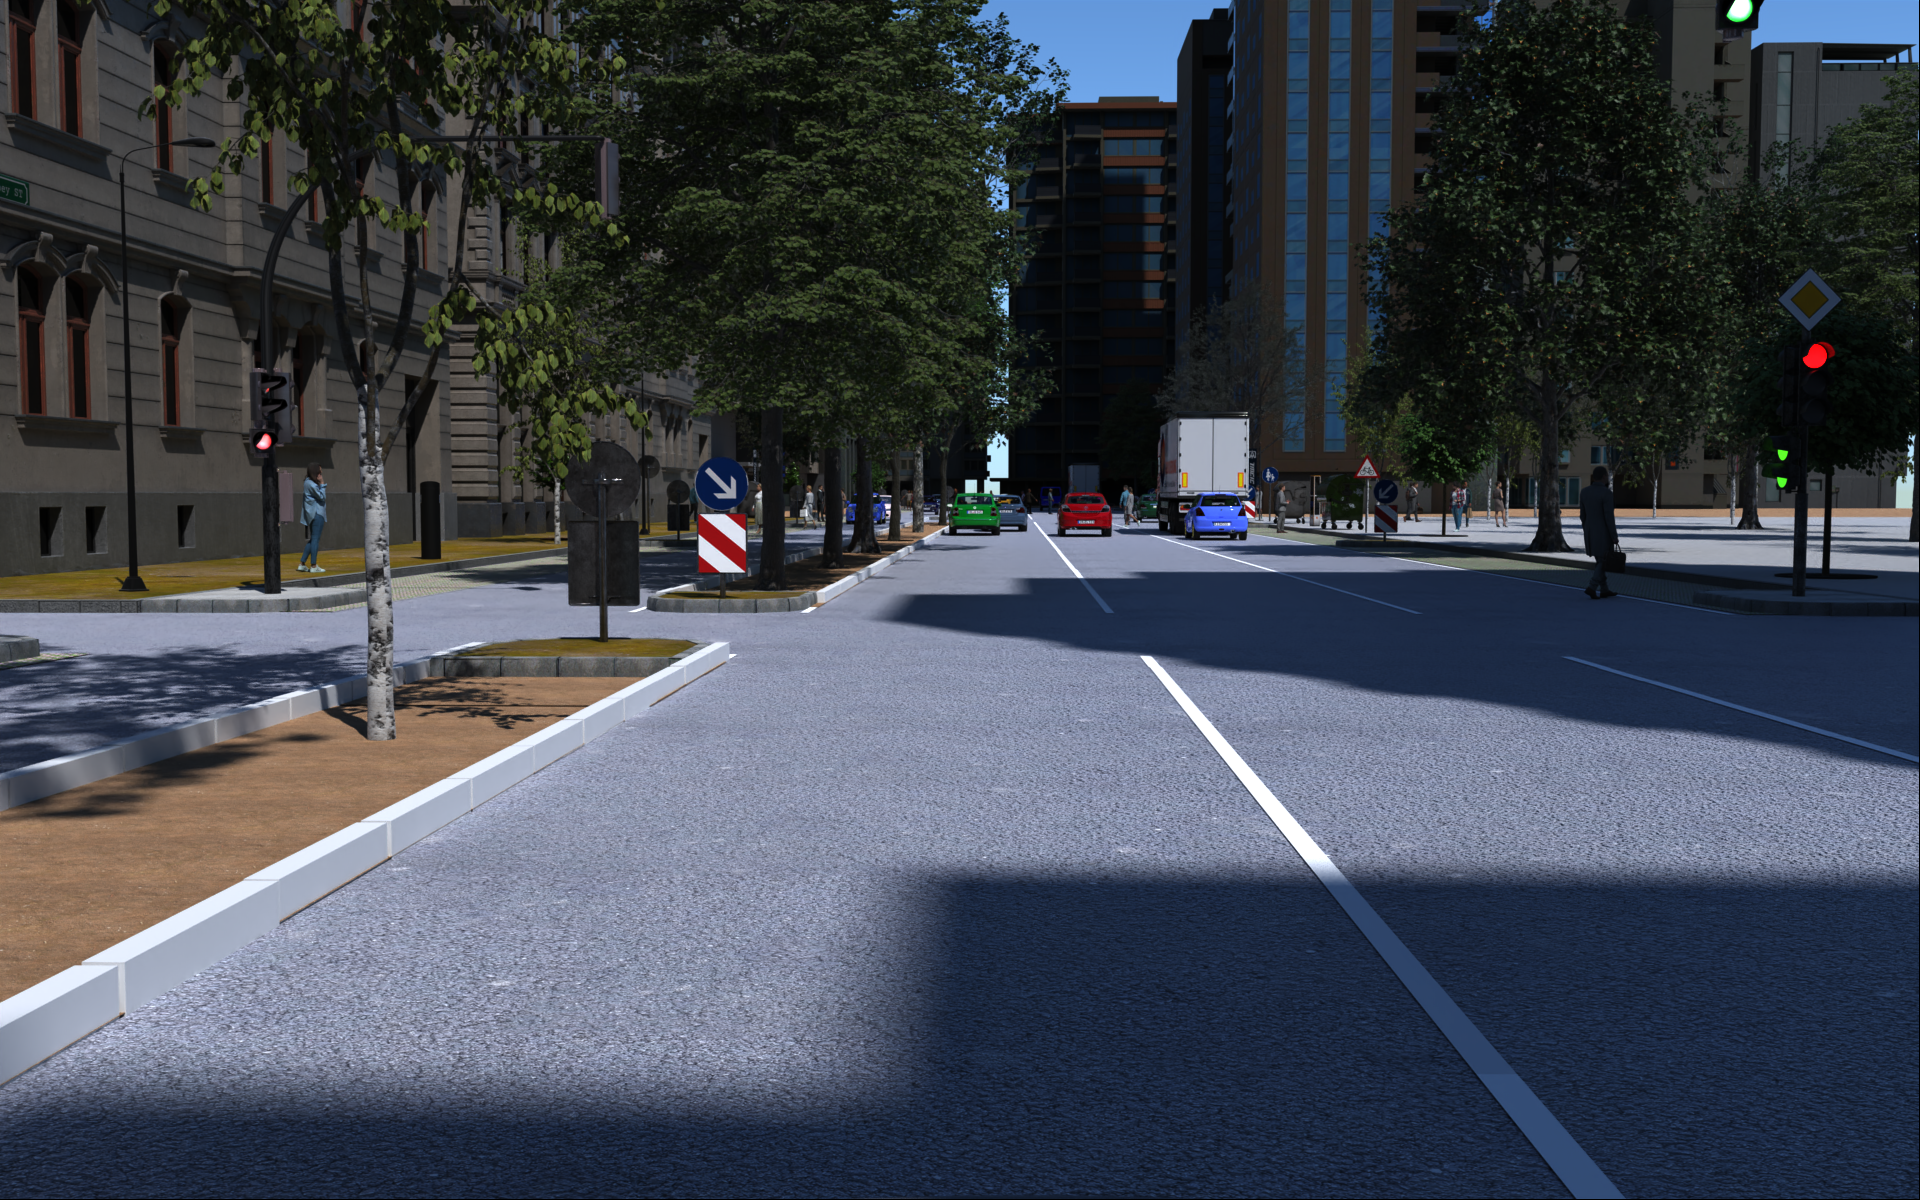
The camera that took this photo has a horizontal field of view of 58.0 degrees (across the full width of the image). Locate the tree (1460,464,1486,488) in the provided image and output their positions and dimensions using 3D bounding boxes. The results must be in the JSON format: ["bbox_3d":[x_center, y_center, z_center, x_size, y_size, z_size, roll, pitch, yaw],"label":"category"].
[{"bbox_3d":[25.949,-8.240,85.078,4.360,8.622,3.978,0,3,0],"label":"tree"}]

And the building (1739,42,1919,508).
[{"bbox_3d":[77.934,-29.178,160.657,14.086,41.232,14.154,0,4,2],"label":"building"}]

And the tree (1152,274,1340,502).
[{"bbox_3d":[15.759,-11.355,96.025,12.009,13.543,11.850,0,3,0],"label":"tree"}]

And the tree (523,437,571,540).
[{"bbox_3d":[-11.346,-3.283,48.282,1.663,3.219,1.824,0,3,0],"label":"tree"}]

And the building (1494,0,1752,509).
[{"bbox_3d":[58.485,-32.577,156.334,21.600,48.544,21.300,0,4,2],"label":"building"}]

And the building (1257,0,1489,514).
[{"bbox_3d":[26.157,-28.491,115.934,14.600,45.320,14.200,0,4,2],"label":"building"}]

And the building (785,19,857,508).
[{"bbox_3d":[-25.898,-51.712,158.162,31.000,86.520,22.319,0,4,2],"label":"building"}]

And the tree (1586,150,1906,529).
[{"bbox_3d":[28.885,-8.922,62.887,9.611,12.733,9.660,0,3,0],"label":"tree"}]

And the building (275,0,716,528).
[{"bbox_3d":[-19.731,-17.966,81.131,14.401,28.519,23.554,0,4,2],"label":"building"}]

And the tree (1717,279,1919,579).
[{"bbox_3d":[13.315,-2.628,26.688,4.285,4.588,4.351,0,3,0],"label":"tree"}]

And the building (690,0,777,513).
[{"bbox_3d":[-26.231,-31.918,111.092,28.713,52.752,27.495,0,4,2],"label":"building"}]

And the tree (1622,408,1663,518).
[{"bbox_3d":[37.615,-8.771,93.762,4.737,8.622,4.395,0,3,0],"label":"tree"}]

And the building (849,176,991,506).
[{"bbox_3d":[-8.527,-31.035,199.303,23.993,40.220,32.217,0,4,2],"label":"building"}]

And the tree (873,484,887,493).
[{"bbox_3d":[-7.757,-10.542,166.965,1.663,3.219,1.824,0,3,0],"label":"tree"}]

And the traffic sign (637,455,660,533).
[{"bbox_3d":[-10.213,-3.465,56.763,0.768,2.556,0.104,0,4,2],"label":"traffic sign"}]

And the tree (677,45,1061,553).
[{"bbox_3d":[-2.332,-7.486,41.856,9.611,12.733,9.660,0,3,0],"label":"tree"}]

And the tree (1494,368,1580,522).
[{"bbox_3d":[25.475,-7.909,79.671,4.737,8.622,4.395,0,3,0],"label":"tree"}]

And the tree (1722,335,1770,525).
[{"bbox_3d":[32.555,-7.447,72.122,4.360,8.622,3.978,0,3,0],"label":"tree"}]

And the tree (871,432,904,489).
[{"bbox_3d":[-7.348,-12.955,162.168,4.360,8.622,3.978,0,3,0],"label":"tree"}]

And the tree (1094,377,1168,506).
[{"bbox_3d":[16.769,-15.323,168.658,7.486,12.596,7.792,0,3,0],"label":"tree"}]

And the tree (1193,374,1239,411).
[{"bbox_3d":[15.024,-9.461,105.049,4.360,8.622,3.978,0,3,0],"label":"tree"}]

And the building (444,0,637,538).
[{"bbox_3d":[-18.304,-14.107,59.527,11.050,23.489,19.941,0,4,2],"label":"building"}]

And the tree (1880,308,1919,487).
[{"bbox_3d":[37.394,-7.089,66.267,4.737,8.622,4.395,0,3,0],"label":"tree"}]

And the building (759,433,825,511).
[{"bbox_3d":[-17.327,-22.074,132.615,14.160,30.474,14.107,0,4,2],"label":"building"}]

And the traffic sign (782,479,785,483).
[{"bbox_3d":[-8.946,-5.169,84.511,0.884,2.594,0.081,0,4,7],"label":"traffic sign"}]

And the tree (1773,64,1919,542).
[{"bbox_3d":[25.581,-7.860,46.636,7.486,12.596,7.792,0,3,0],"label":"tree"}]

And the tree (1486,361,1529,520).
[{"bbox_3d":[25.158,-7.544,73.715,4.360,8.622,3.978,0,3,0],"label":"tree"}]

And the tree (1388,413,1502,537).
[{"bbox_3d":[14.603,-4.205,52.468,4.285,4.588,4.351,0,3,0],"label":"tree"}]

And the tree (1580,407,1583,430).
[{"bbox_3d":[31.622,-8.796,94.179,4.737,8.622,4.395,0,3,0],"label":"tree"}]

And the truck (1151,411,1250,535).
[{"bbox_3d":[8.813,-4.612,64.321,2.839,4.237,11.283,0,4,2],"label":"truck"}]

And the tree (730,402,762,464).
[{"bbox_3d":[-9.871,-8.530,89.829,4.360,8.622,3.978,0,3,0],"label":"tree"}]

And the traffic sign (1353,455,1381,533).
[{"bbox_3d":[13.455,-3.505,57.309,0.884,2.594,0.081,0,4,4],"label":"traffic sign"}]

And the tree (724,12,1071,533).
[{"bbox_3d":[-2.743,-12.613,64.573,12.611,20.169,13.585,0,3,0],"label":"tree"}]

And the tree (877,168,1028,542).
[{"bbox_3d":[-1.878,-7.569,51.961,9.928,11.665,9.643,0,3,0],"label":"tree"}]

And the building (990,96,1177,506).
[{"bbox_3d":[17.901,-32.976,193.785,28.867,44.769,22.147,0,4,2],"label":"building"}]

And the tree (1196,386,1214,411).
[{"bbox_3d":[16.369,-10.294,118.663,4.737,8.622,4.395,0,3,0],"label":"tree"}]

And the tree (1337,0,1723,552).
[{"bbox_3d":[13.115,-7.434,38.551,9.611,12.733,9.660,0,3,0],"label":"tree"}]

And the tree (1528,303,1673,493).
[{"bbox_3d":[20.898,-6.387,54.791,4.360,8.622,3.978,0,3,0],"label":"tree"}]

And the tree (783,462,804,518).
[{"bbox_3d":[-8.959,-6.058,93.644,1.663,3.219,1.824,0,3,0],"label":"tree"}]

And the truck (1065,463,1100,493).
[{"bbox_3d":[11.369,-10.501,160.611,2.839,4.237,11.283,0,4,1],"label":"truck"}]

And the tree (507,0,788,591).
[{"bbox_3d":[-2.869,-6.427,25.665,7.486,12.596,7.792,0,3,0],"label":"tree"}]

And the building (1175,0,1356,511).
[{"bbox_3d":[27.734,-31.293,161.745,14.600,45.320,14.200,0,4,2],"label":"building"}]

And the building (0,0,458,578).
[{"bbox_3d":[-20.613,-15.252,36.754,14.401,28.519,23.554,0,4,2],"label":"building"}]

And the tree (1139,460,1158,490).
[{"bbox_3d":[16.494,-9.776,143.543,4.285,4.588,4.351,0,3,0],"label":"tree"}]

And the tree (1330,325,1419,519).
[{"bbox_3d":[18.086,-7.611,74.795,4.737,8.622,4.395,0,3,0],"label":"tree"}]

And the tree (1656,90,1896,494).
[{"bbox_3d":[36.536,-13.879,82.811,12.611,20.169,13.585,0,3,0],"label":"tree"}]

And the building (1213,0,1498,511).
[{"bbox_3d":[29.827,-50.426,137.137,22.319,86.520,31.000,0,4,2],"label":"building"}]

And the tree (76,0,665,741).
[{"bbox_3d":[-3.330,-3.471,9.572,4.737,8.622,4.395,0,3,0],"label":"tree"}]

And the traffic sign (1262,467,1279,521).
[{"bbox_3d":[14.543,-4.963,81.251,0.768,2.556,0.104,0,4,5],"label":"traffic sign"}]

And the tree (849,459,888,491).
[{"bbox_3d":[-8.119,-10.379,153.406,4.285,4.588,4.351,0,3,0],"label":"tree"}]
